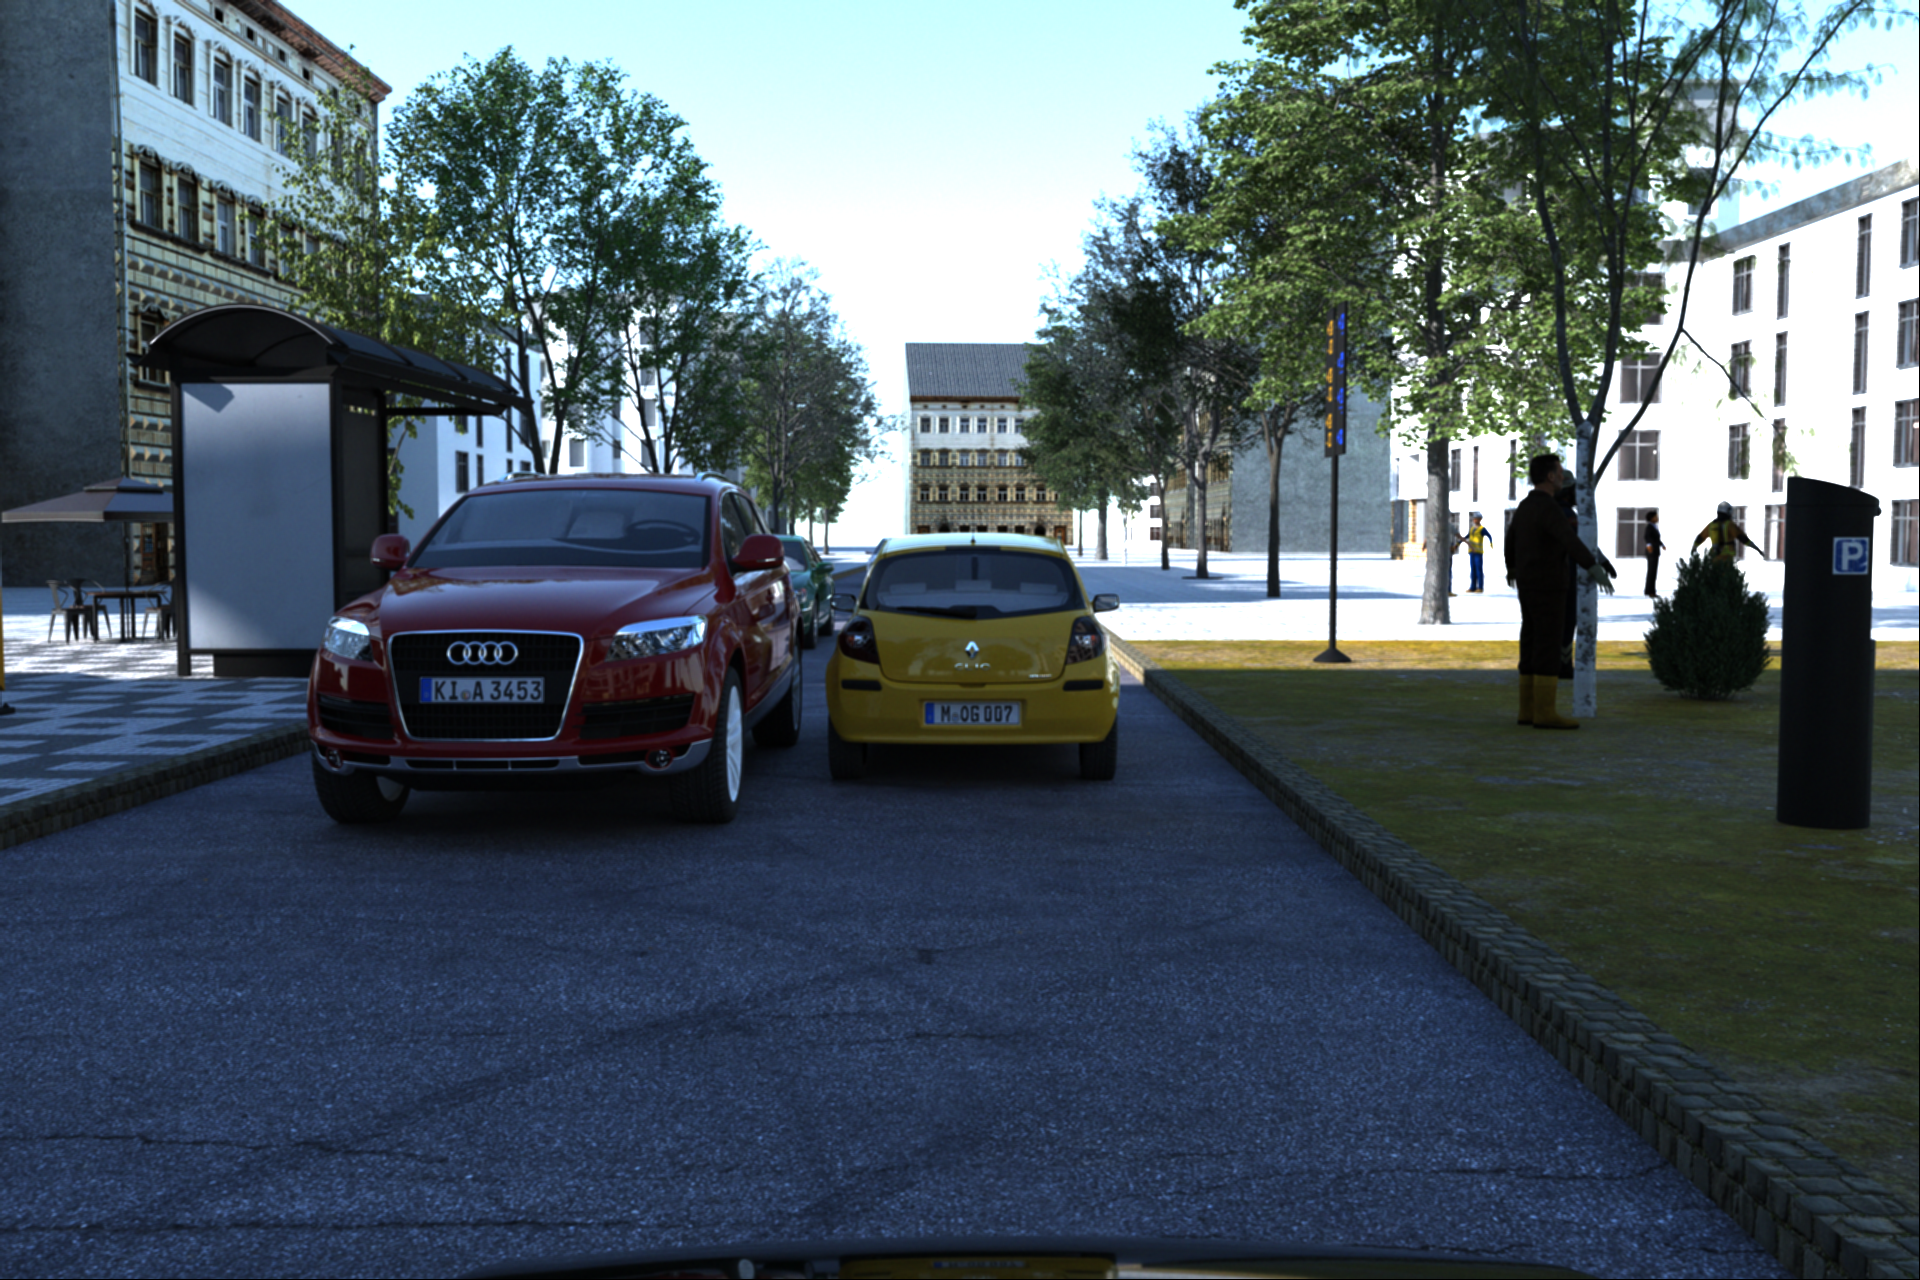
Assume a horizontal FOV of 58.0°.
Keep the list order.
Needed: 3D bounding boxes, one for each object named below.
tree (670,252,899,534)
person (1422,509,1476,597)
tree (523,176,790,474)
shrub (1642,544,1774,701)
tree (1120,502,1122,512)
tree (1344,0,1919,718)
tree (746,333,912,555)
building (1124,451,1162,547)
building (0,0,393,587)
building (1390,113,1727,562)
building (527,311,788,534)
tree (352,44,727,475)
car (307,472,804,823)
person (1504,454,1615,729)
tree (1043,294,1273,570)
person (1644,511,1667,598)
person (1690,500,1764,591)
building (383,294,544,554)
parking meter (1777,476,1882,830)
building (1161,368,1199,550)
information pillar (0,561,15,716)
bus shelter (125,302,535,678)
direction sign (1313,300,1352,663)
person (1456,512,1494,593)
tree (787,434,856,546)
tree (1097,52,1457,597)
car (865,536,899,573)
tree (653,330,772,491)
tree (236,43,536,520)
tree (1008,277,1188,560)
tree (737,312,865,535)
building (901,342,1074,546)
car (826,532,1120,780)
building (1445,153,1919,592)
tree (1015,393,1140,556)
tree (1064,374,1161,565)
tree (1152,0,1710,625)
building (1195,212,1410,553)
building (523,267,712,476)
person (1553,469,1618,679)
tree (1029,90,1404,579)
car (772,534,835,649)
[{"bbox_3d":[-7.919,-10.083,75.235,12.009,13.543,11.850,0,3,0],"label":"tree"},{"bbox_3d":[9.957,-1.813,35.493,0.705,1.847,1.347,-2,4,-34],"label":"person"},{"bbox_3d":[-8.626,-7.590,49.857,9.928,11.665,9.643,0,3,0],"label":"tree"},{"bbox_3d":[5.804,-0.143,13.451,1.383,1.207,1.383,0,3,0],"label":"shrub"},{"bbox_3d":[19.876,-14.771,191.874,4.360,8.622,3.978,0,3,0],"label":"tree"},{"bbox_3d":[4.435,-3.778,12.141,4.360,8.622,3.978,0,3,0],"label":"tree"},{"bbox_3d":[-8.046,-11.922,105.287,12.009,13.543,11.850,0,3,0],"label":"tree"},{"bbox_3d":[22.019,-14.192,174.188,9.099,9.664,28.070,0,4,1],"label":"building"},{"bbox_3d":[-29.081,-13.401,50.043,19.493,23.208,18.063,0,4,1],"label":"building"},{"bbox_3d":[26.477,-13.940,84.343,16.016,20.090,11.380,0,4,0],"label":"building"},{"bbox_3d":[-25.634,-17.564,153.628,16.747,18.905,31.486,0,4,1],"label":"building"},{"bbox_3d":[-8.666,-6.756,36.210,9.928,11.665,9.643,0,3,0],"label":"tree"},{"bbox_3d":[-2.112,-0.098,10.275,2.281,1.827,5.304,0,4,0],"label":"car"},{"bbox_3d":[3.905,-0.329,11.514,0.704,1.812,1.346,-1,4,-8],"label":"person"},{"bbox_3d":[7.358,-7.807,62.051,8.767,10.594,7.601,0,4,-6],"label":"tree"},{"bbox_3d":[14.034,-1.724,34.901,0.721,1.740,1.216,3,4,36],"label":"person"},{"bbox_3d":[12.954,-1.444,29.377,0.705,1.858,1.354,-2,4,-32],"label":"person"},{"bbox_3d":[-22.423,-8.108,74.707,9.099,9.664,28.070,0,4,1],"label":"building"},{"bbox_3d":[3.833,0.047,7.649,0.372,1.533,0.369,0,3,0],"label":"parking meter"},{"bbox_3d":[27.796,-19.486,149.527,19.493,23.208,18.063,0,3,0],"label":"building"},{"bbox_3d":[-6.856,-1.265,12.038,0.183,3.616,0.504,0,3,0],"label":"information pillar"},{"bbox_3d":[-6.181,-1.469,17.947,2.014,3.302,5.546,0,4,2],"label":"bus shelter"},{"bbox_3d":[3.740,-1.547,17.292,0.379,3.537,0.876,0,4,1],"label":"direction sign"},{"bbox_3d":[11.209,-1.914,37.763,0.721,1.772,1.216,-2,4,-25],"label":"person"},{"bbox_3d":[-16.480,-17.464,192.185,9.857,13.997,8.962,0,3,0],"label":"tree"},{"bbox_3d":[6.112,-6.135,34.719,7.601,10.594,8.767,-3,5,-42],"label":"tree"},{"bbox_3d":[-1.566,-2.197,48.286,2.083,1.381,4.827,0,4,1],"label":"car"},{"bbox_3d":[-8.868,-6.731,60.422,4.737,8.622,4.395,0,3,0],"label":"tree"},{"bbox_3d":[-8.966,-4.697,27.163,4.737,8.622,4.395,0,3,0],"label":"tree"},{"bbox_3d":[6.936,-10.898,84.831,9.857,13.997,8.962,0,3,0],"label":"tree"},{"bbox_3d":[-8.375,-10.457,89.092,7.486,12.596,7.792,0,3,0],"label":"tree"},{"bbox_3d":[2.752,-22.287,197.773,18.063,23.208,19.493,0,4,-5],"label":"building"},{"bbox_3d":[0.095,-0.080,11.530,2.015,1.641,3.980,0,4,1],"label":"car"},{"bbox_3d":[21.903,-6.581,49.743,9.099,9.664,28.070,0,4,0],"label":"building"},{"bbox_3d":[6.703,-10.062,98.921,8.767,10.594,7.601,2,4,32],"label":"tree"},{"bbox_3d":[7.021,-7.398,71.323,4.360,8.622,3.978,0,3,0],"label":"tree"},{"bbox_3d":[6.653,-6.521,24.747,7.486,12.596,7.792,0,3,0],"label":"tree"},{"bbox_3d":[27.708,-18.061,126.231,19.493,23.208,18.063,0,4,1],"label":"building"},{"bbox_3d":[-24.489,-16.264,122.337,16.016,20.090,11.380,0,4,1],"label":"building"},{"bbox_3d":[5.378,-0.591,15.448,0.705,1.856,1.354,-1,4,-12],"label":"person"},{"bbox_3d":[6.853,-8.485,49.095,12.009,13.543,11.850,0,3,0],"label":"tree"},{"bbox_3d":[-2.696,-0.692,23.115,2.131,1.459,4.920,0,4,0],"label":"car"}]
